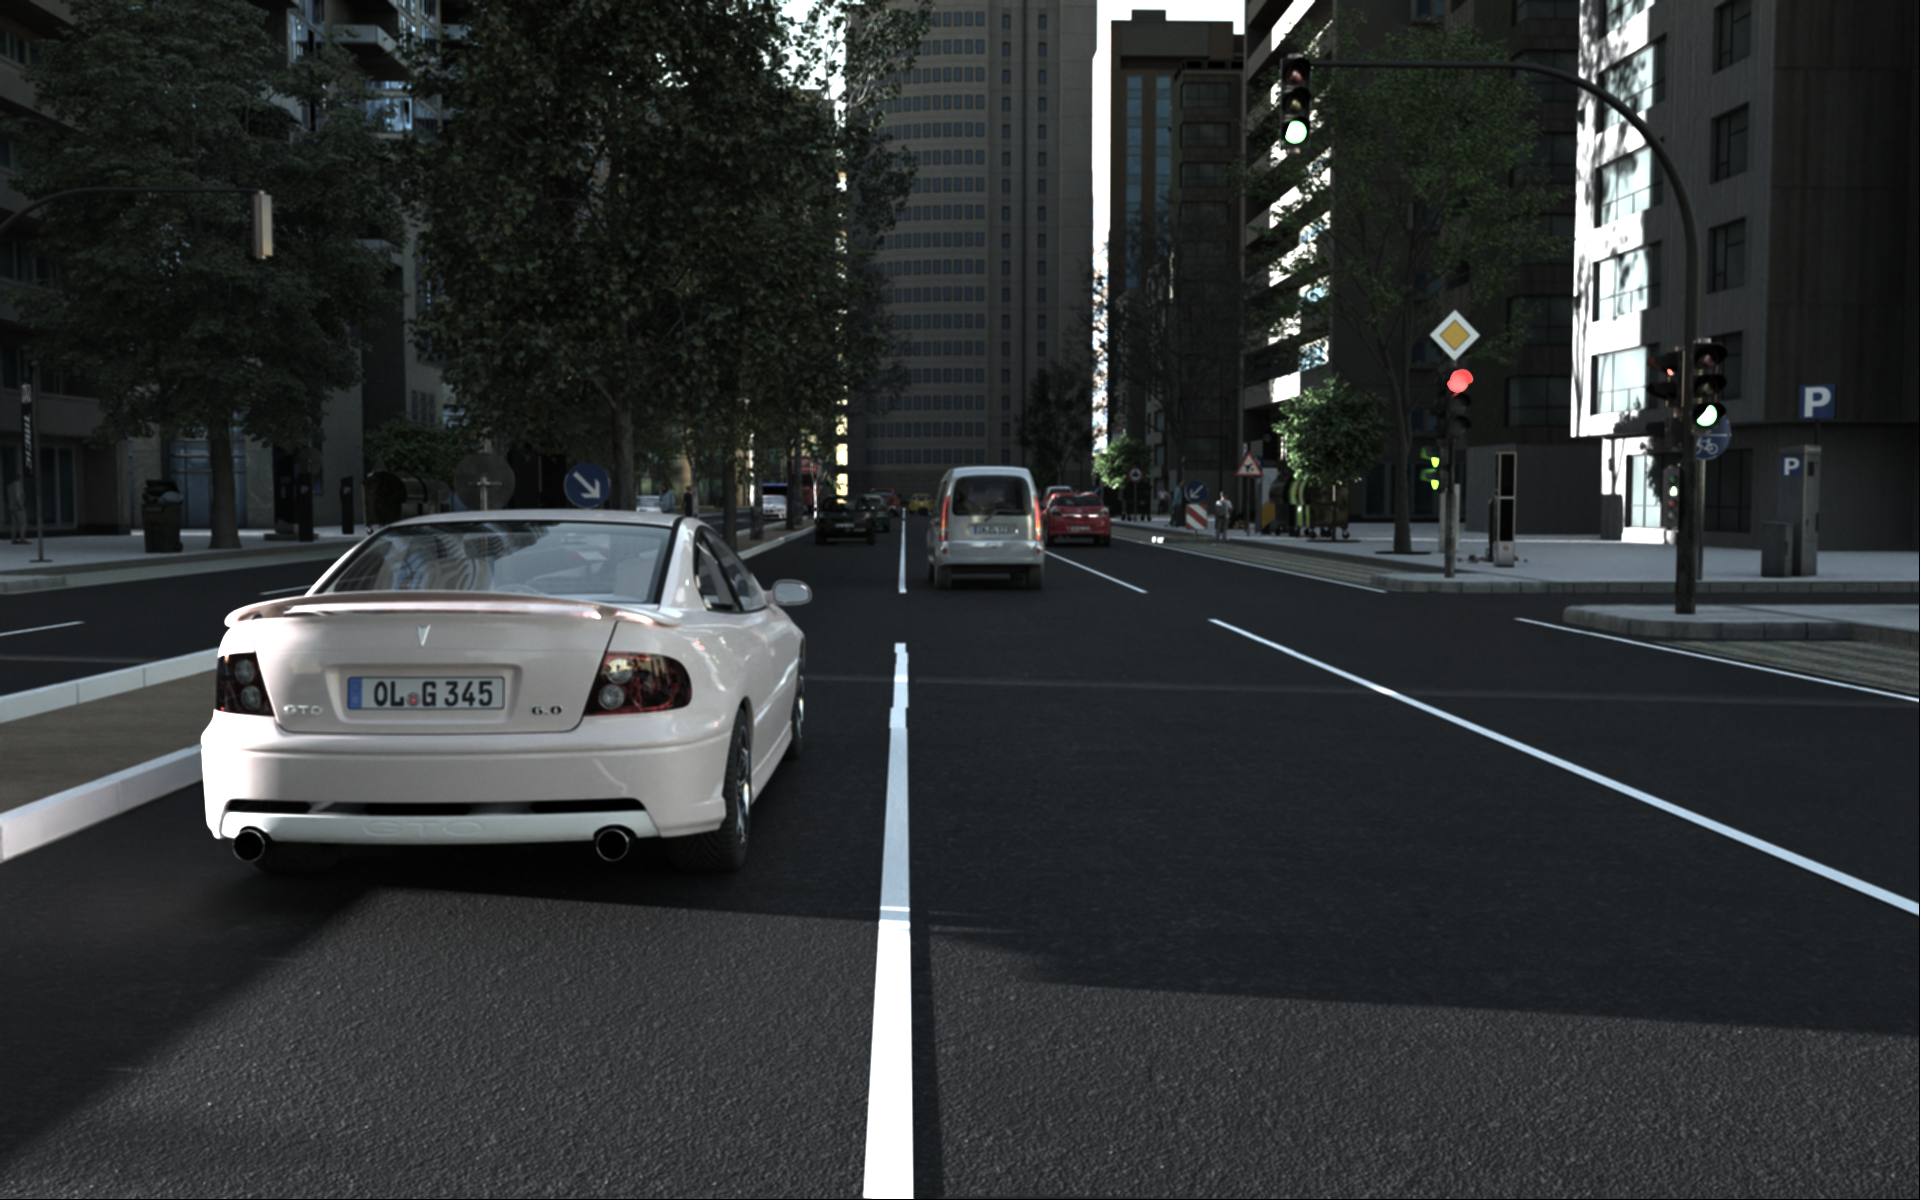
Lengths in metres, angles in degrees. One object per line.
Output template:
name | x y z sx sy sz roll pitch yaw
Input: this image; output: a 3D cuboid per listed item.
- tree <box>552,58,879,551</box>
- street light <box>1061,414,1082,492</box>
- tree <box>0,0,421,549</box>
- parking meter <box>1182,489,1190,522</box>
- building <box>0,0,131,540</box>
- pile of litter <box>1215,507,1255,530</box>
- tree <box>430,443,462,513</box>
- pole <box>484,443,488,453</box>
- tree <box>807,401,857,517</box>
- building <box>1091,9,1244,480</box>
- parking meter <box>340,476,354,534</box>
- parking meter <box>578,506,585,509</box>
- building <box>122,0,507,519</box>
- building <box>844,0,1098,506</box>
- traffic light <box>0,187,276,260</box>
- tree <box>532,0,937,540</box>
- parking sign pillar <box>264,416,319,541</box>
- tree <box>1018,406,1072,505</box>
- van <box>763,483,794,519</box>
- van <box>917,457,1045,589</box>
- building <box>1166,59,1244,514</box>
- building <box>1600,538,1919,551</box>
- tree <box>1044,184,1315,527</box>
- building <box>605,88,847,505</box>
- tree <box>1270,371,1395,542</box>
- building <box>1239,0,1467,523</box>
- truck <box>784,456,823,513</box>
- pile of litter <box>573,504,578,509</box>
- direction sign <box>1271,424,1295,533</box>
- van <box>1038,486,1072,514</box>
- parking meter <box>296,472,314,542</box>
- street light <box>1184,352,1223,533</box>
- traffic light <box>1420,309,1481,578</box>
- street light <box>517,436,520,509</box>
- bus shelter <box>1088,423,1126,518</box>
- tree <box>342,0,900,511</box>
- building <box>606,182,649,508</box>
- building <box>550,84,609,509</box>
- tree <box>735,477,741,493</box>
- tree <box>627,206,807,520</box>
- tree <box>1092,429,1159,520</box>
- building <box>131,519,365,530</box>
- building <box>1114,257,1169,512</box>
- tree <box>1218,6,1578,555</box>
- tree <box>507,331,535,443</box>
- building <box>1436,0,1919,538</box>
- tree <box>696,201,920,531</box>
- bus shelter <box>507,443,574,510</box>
tree | -5.953 -7.537 43.812 7.486 12.596 7.792 0 3 0
street light | 6.554 -7.862 101.088 1.470 5.913 1.316 0 4 -2
tree | -17.244 -8.166 40.171 9.857 13.997 8.962 0 3 0
parking meter | 9.952 -4.153 76.308 0.372 1.533 0.369 0 3 0
building | -36.371 -25.593 42.156 21.300 48.544 21.600 0 4 -2
pile of litter | 10.022 -3.010 63.185 1.719 0.858 1.176 -1 4 -15
tree | -18.612 -4.226 63.703 1.663 3.219 1.824 0 3 0
pole | -18.943 -4.610 69.219 0.158 3.312 0.155 0 3 0
tree | -7.353 -8.314 88.761 4.737 8.622 4.395 0 3 0
building | 20.029 -31.326 162.286 14.600 45.320 14.200 0 4 -2
parking meter | -19.496 -3.018 55.054 0.399 1.863 0.255 -1 4 -21
parking meter | -18.708 -4.726 85.678 0.372 1.533 0.369 0 3 0
building | -38.923 -49.000 113.816 22.319 86.520 31.000 0 4 -2
building | 0.838 -40.402 202.576 28.212 58.520 21.231 0 4 -2
traffic light | -12.671 -3.129 25.828 4.771 5.953 1.251 0 4 -2
tree | -7.538 -11.958 53.863 12.611 20.169 13.585 0 3 0
parking sign pillar | -18.661 -3.655 48.238 1.447 3.967 1.447 -3 5 -44
tree | 6.650 -11.516 138.645 4.360 8.622 3.978 0 3 0
van | -10.432 -5.741 98.241 2.240 2.365 5.245 0 4 -2
van | 0.349 -1.253 27.502 2.013 2.044 4.112 0 4 -4
building | 21.126 -21.245 119.056 14.160 30.474 14.107 0 4 -2
building | 24.267 -16.494 41.386 14.107 30.474 14.160 0 4 -2
tree | 8.695 -9.657 68.263 12.009 13.543 11.850 0 3 0
building | -28.538 -35.725 203.710 30.456 49.044 23.786 0 4 -2
tree | 9.984 -3.839 46.476 4.285 4.588 4.351 0 3 0
building | 26.763 -28.292 86.273 21.300 48.544 21.600 0 4 -2
truck | -11.619 -8.616 129.790 2.839 4.237 11.283 0 4 -4
pile of litter | -19.997 -4.728 91.264 1.719 0.858 1.176 -3 5 -40
direction sign | 10.542 -3.940 56.417 0.876 3.537 0.379 2 4 31
van | 5.177 -5.218 92.320 2.013 2.044 4.112 0 4 -1
parking meter | -17.619 -2.499 46.567 0.399 1.863 0.255 -1 4 -16
street light | 8.029 -5.156 56.835 1.470 5.913 1.316 0 4 -2
traffic light | 7.491 -2.296 26.455 0.839 4.253 0.868 0 4 -2
street light | -17.716 -6.054 71.518 1.470 5.913 1.316 0 4 -2
bus shelter | 8.295 -7.210 95.508 2.179 5.291 8.768 0 4 -2
tree | -5.879 -6.759 29.967 9.611 12.733 9.660 0 3 0
building | -36.571 -23.811 161.011 14.107 30.474 14.160 0 4 -2
building | -36.280 -29.824 137.728 14.600 45.320 14.200 0 4 -2
tree | -22.190 -10.574 167.481 1.663 3.219 1.824 0 3 0
tree | -5.725 -5.171 37.361 4.737 8.622 4.395 0 3 0
tree | 8.403 -6.355 87.613 4.285 4.588 4.351 0 3 0
building | -36.493 -46.641 75.246 22.319 86.520 31.000 0 4 -2
building | 28.120 -18.111 141.162 27.650 21.520 28.899 0 4 -2
tree | 9.413 -6.795 36.846 9.928 11.665 9.643 0 3 0
tree | -20.057 -10.241 85.563 7.486 12.596 7.792 0 3 0
building | 24.313 -17.690 60.927 14.160 30.474 14.107 0 4 -2
tree | -6.649 -9.459 67.479 12.009 13.543 11.850 0 3 0
bus shelter | -18.713 -5.277 77.557 1.731 3.624 6.357 0 4 -2
